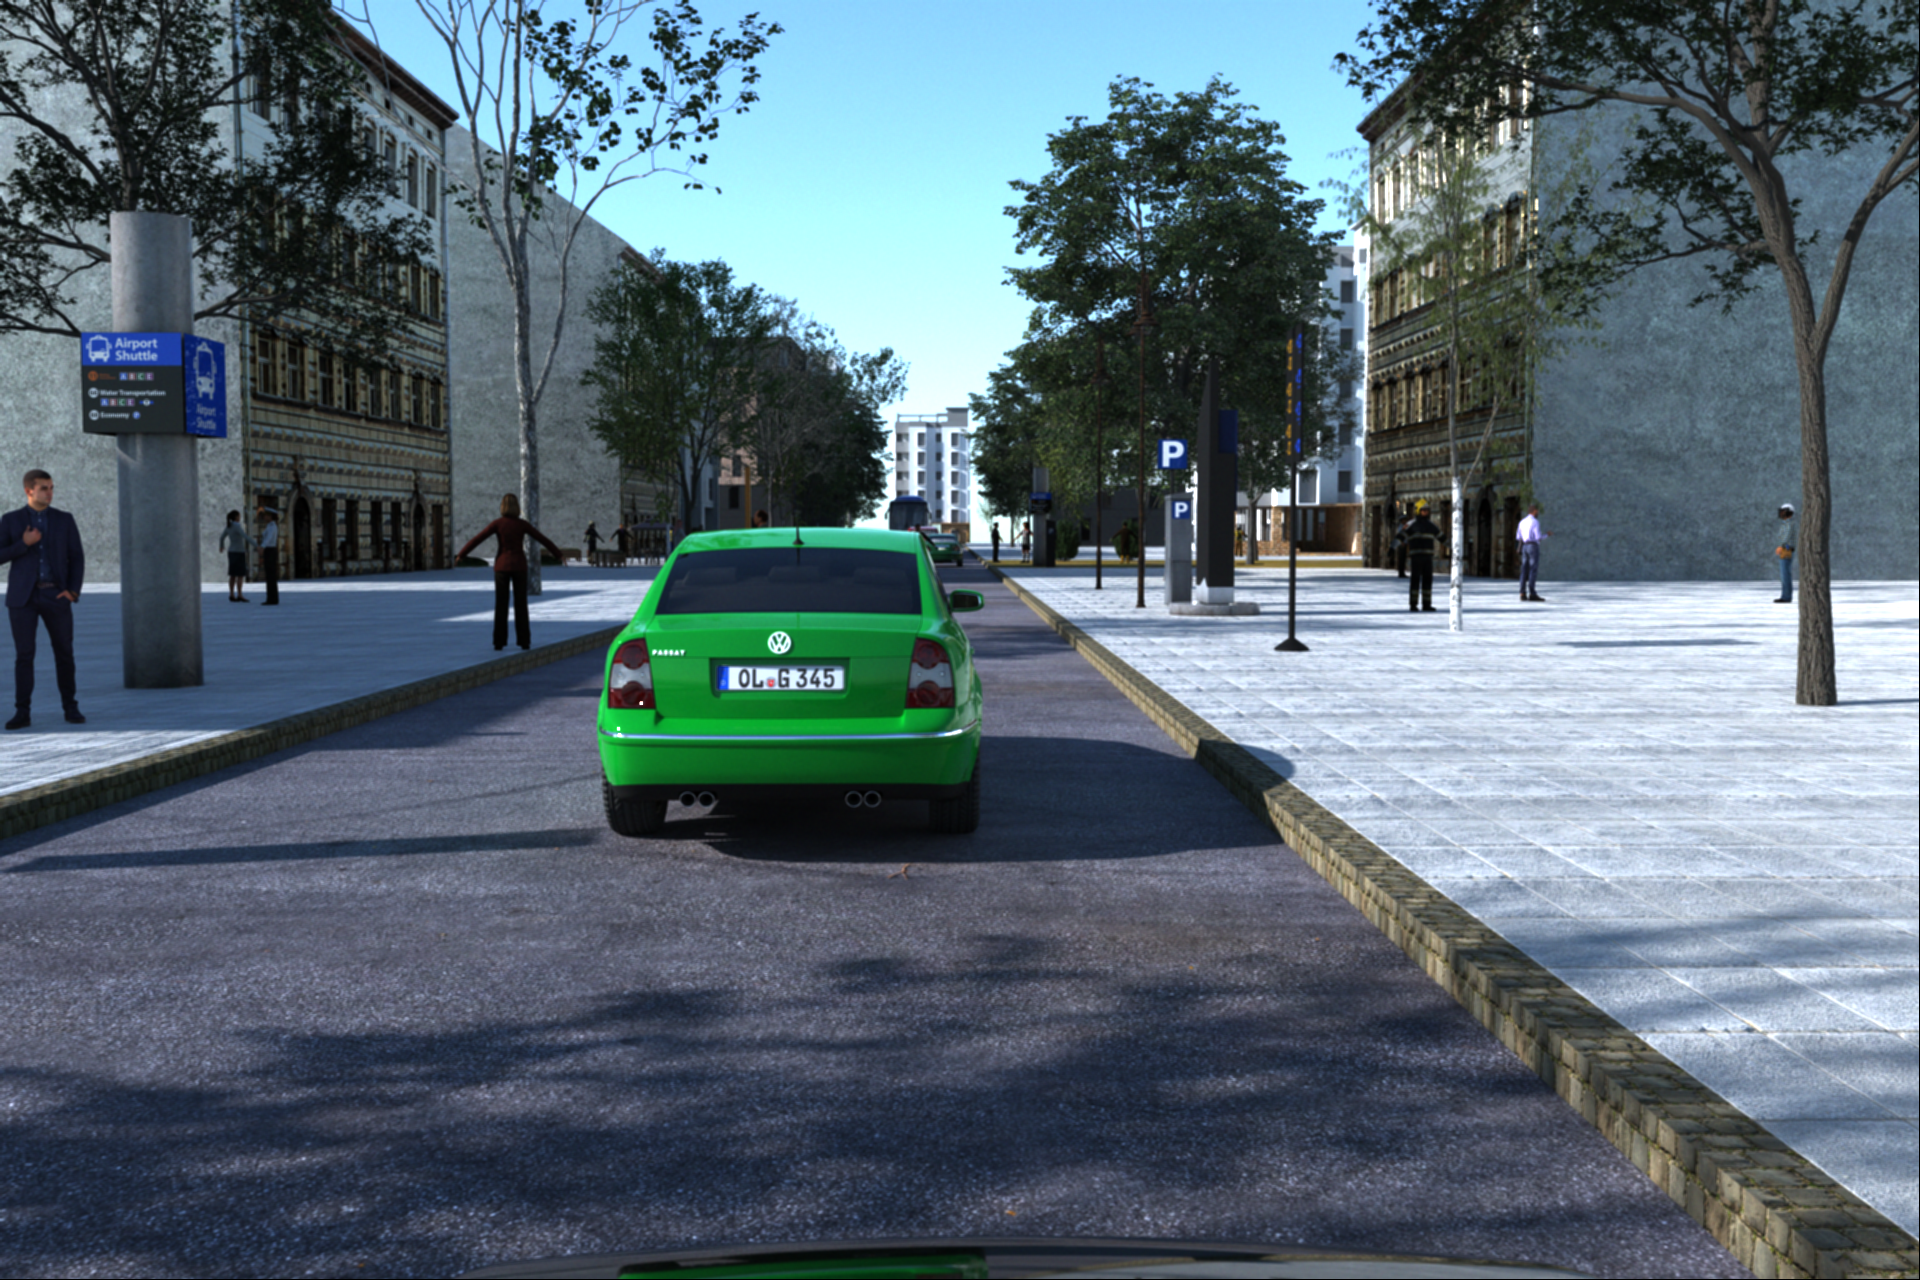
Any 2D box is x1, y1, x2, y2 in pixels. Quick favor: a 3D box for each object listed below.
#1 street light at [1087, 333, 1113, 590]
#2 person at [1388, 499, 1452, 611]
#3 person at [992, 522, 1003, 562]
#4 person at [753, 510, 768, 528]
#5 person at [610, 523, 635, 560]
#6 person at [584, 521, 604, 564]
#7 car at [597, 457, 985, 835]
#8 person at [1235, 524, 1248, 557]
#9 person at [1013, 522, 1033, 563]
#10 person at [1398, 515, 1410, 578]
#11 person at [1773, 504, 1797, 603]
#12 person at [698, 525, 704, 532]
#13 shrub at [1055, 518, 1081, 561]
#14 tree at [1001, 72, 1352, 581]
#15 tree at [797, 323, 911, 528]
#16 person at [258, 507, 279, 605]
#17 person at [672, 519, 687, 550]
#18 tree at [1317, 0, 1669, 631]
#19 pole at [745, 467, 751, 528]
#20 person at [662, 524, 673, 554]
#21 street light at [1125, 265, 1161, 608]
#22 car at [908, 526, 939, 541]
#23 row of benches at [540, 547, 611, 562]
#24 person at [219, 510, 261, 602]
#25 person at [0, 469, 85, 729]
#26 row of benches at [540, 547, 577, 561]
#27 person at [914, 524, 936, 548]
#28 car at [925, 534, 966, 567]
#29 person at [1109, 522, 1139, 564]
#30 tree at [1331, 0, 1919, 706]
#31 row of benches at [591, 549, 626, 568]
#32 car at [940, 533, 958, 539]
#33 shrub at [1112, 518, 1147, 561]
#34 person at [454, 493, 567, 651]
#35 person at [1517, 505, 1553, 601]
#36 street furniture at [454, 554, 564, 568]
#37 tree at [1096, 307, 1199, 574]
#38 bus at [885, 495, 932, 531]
[{"bbox_3d":[3.217,-4.109,39.977,0.468,5.910,1.993,0,3,0],"label":"street light"},{"bbox_3d":[7.674,-1.405,28.741,1.351,1.858,0.704,-1,4,-15],"label":"person"},{"bbox_3d":[1.669,-4.478,79.146,0.705,1.837,1.347,-1,4,-16],"label":"person"},{"bbox_3d":[-3.027,-1.071,26.243,0.705,1.796,1.348,1,4,14],"label":"person"},{"bbox_3d":[-16.388,-4.756,83.983,1.346,1.802,0.704,-3,4,-38],"label":"person"},{"bbox_3d":[-15.669,-4.165,73.875,0.705,1.856,1.354,2,4,25],"label":"person"},{"bbox_3d":[-0.819,-0.052,9.642,1.959,1.807,4.718,0,4,-1],"label":"car"},{"bbox_3d":[15.895,-5.679,98.619,1.354,1.858,0.705,2,4,34],"label":"person"},{"bbox_3d":[2.896,-4.316,76.705,1.345,1.843,0.704,3,5,43],"label":"person"},{"bbox_3d":[13.025,-2.754,50.814,0.704,1.855,1.343,1,4,22],"label":"person"},{"bbox_3d":[15.417,-1.624,32.386,0.704,1.849,1.345,2,4,28],"label":"person"},{"bbox_3d":[-14.460,-5.534,96.604,0.705,1.813,1.348,2,4,29],"label":"person"},{"bbox_3d":[4.886,-4.742,81.577,1.661,2.075,1.752,0,3,0],"label":"shrub"},{"bbox_3d":[5.814,-8.590,47.097,9.857,13.997,8.962,0,3,0],"label":"tree"},{"bbox_3d":[-11.567,-18.458,157.683,12.611,20.169,13.585,0,3,0],"label":"tree"},{"bbox_3d":[-12.573,-1.524,31.380,0.721,1.778,1.216,-1,4,-15],"label":"person"},{"bbox_3d":[-9.952,-3.391,61.594,0.704,1.811,1.347,-3,4,-37],"label":"person"},{"bbox_3d":[6.395,-4.432,22.832,4.360,8.622,3.978,0,3,0],"label":"tree"},{"bbox_3d":[-6.472,-3.613,52.922,0.158,3.312,0.155,0,3,0],"label":"pole"},{"bbox_3d":[-15.368,-5.247,91.763,0.705,1.833,1.349,-3,5,-39],"label":"person"},{"bbox_3d":[3.160,-3.504,30.082,0.468,5.910,1.993,0,4,0],"label":"street light"},{"bbox_3d":[-1.861,-4.771,86.685,2.281,1.827,5.304,0,4,-2],"label":"car"},{"bbox_3d":[-18.162,-3.947,80.001,4.104,0.672,1.422,-1,4,-23],"label":"row of benches"},{"bbox_3d":[-13.600,-1.583,32.715,1.217,1.735,0.721,2,4,32],"label":"person"},{"bbox_3d":[-6.161,-0.284,11.598,0.541,1.710,0.530,-1,4,-22],"label":"person"},{"bbox_3d":[-19.461,-4.138,83.127,1.422,0.672,4.104,1,4,10],"label":"row of benches"},{"bbox_3d":[-1.546,-3.366,63.684,1.347,1.806,0.705,0,4,-8],"label":"person"},{"bbox_3d":[-0.789,-3.972,76.733,2.131,1.459,4.920,0,4,0],"label":"car"},{"bbox_3d":[7.189,-4.242,75.500,1.346,1.812,0.704,0,4,-2],"label":"person"},{"bbox_3d":[6.668,-4.806,12.993,8.767,10.594,7.601,2,4,35],"label":"tree"},{"bbox_3d":[-13.744,-3.197,67.731,1.422,0.672,4.104,-1,4,-22],"label":"row of benches"},{"bbox_3d":[-1.206,-7.704,134.998,2.155,1.783,4.494,0,4,-2],"label":"car"},{"bbox_3d":[8.179,-4.869,83.641,1.661,2.075,1.752,0,3,0],"label":"shrub"},{"bbox_3d":[-4.973,-0.757,19.182,1.215,1.729,0.721,-1,4,-14],"label":"person"},{"bbox_3d":[11.050,-1.670,33.221,0.599,1.838,0.709,-1,4,-21],"label":"person"},{"bbox_3d":[-21.173,-3.248,68.729,10.072,0.657,5.734,1,4,13],"label":"street furniture"},{"bbox_3d":[5.852,-6.466,56.087,4.360,8.622,3.978,0,3,0],"label":"tree"},{"bbox_3d":[-3.231,-7.503,114.215,2.896,3.916,12.251,0,3,0],"label":"bus"}]
